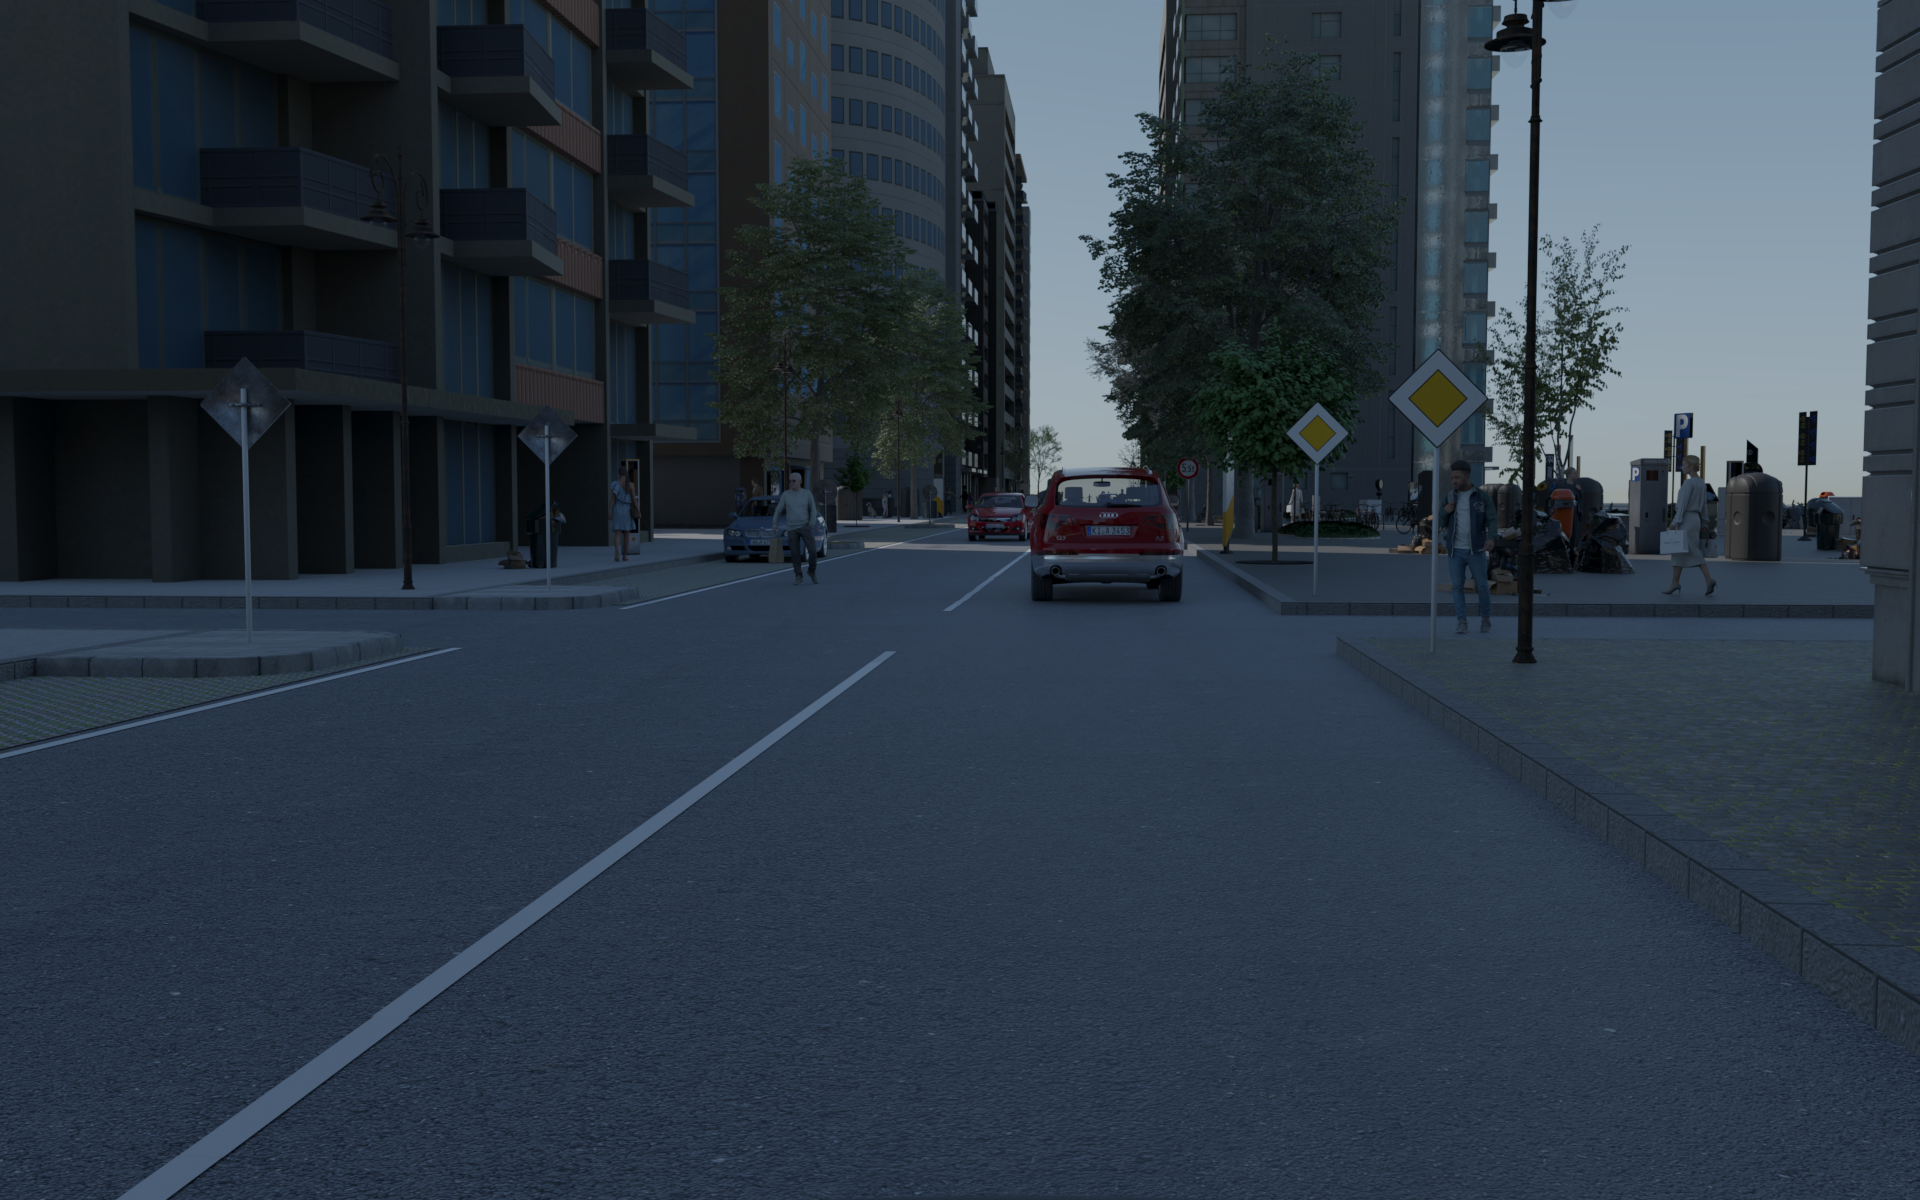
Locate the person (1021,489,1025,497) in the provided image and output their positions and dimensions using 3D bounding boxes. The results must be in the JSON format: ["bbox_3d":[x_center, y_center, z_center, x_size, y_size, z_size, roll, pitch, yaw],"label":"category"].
[{"bbox_3d":[4.196,-6.403,113.910,0.721,1.735,1.217,0,4,5],"label":"person"}]

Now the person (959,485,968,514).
[{"bbox_3d":[0.276,-6.639,114.215,0.705,1.869,1.348,1,4,23],"label":"person"}]

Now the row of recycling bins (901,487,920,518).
[{"bbox_3d":[-2.771,-5.445,96.145,1.069,1.692,3.534,0,4,1],"label":"row of recycling bins"}]

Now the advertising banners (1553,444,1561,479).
[{"bbox_3d":[21.615,-4.005,61.664,2.074,3.025,0.090,-3,5,-43],"label":"advertising banners"}]

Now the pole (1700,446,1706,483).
[{"bbox_3d":[31.346,-4.850,73.144,0.158,3.312,0.155,0,3,0],"label":"pole"}]

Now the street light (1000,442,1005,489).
[{"bbox_3d":[3.764,-11.090,154.109,0.468,5.910,1.993,0,4,5],"label":"street light"}]

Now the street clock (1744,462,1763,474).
[{"bbox_3d":[17.804,-2.109,39.047,0.471,2.002,0.358,0,4,1],"label":"street clock"}]

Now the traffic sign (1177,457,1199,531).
[{"bbox_3d":[7.828,-3.633,59.504,0.768,2.556,0.104,0,4,6],"label":"traffic sign"}]

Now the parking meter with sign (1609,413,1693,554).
[{"bbox_3d":[14.738,-2.498,37.099,1.738,3.016,0.543,-1,4,-13],"label":"parking meter with sign"}]

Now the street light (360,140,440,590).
[{"bbox_3d":[-7.421,-3.078,23.112,0.468,5.910,1.993,0,4,5],"label":"street light"}]

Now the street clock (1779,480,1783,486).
[{"bbox_3d":[42.839,-5.276,90.834,0.358,2.002,0.471,-2,4,-32],"label":"street clock"}]

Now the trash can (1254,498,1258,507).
[{"bbox_3d":[9.998,-2.973,60.260,0.748,1.137,0.748,0,3,0],"label":"trash can"}]

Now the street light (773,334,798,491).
[{"bbox_3d":[-5.061,-4.738,50.255,0.468,5.910,1.993,0,4,5],"label":"street light"}]

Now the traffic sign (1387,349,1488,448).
[{"bbox_3d":[3.852,-0.719,13.945,0.795,2.593,0.064,0,4,5],"label":"traffic sign"}]

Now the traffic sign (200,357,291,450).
[{"bbox_3d":[-6.104,-0.772,14.809,0.795,2.593,0.064,0,4,5],"label":"traffic sign"}]

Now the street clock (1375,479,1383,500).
[{"bbox_3d":[20.538,-4.912,84.883,0.358,2.002,0.471,3,4,38],"label":"street clock"}]

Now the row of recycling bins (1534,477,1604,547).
[{"bbox_3d":[15.313,-2.228,43.544,1.069,1.692,3.534,0,4,3],"label":"row of recycling bins"}]

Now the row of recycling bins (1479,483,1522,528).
[{"bbox_3d":[20.573,-3.615,66.218,1.069,1.692,3.534,0,4,1],"label":"row of recycling bins"}]

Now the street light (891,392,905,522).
[{"bbox_3d":[-2.788,-6.472,78.603,0.468,5.910,1.993,0,4,5],"label":"street light"}]

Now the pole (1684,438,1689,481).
[{"bbox_3d":[22.278,-3.634,53.266,0.158,3.312,0.155,0,3,0],"label":"pole"}]

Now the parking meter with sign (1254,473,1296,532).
[{"bbox_3d":[10.439,-3.779,58.044,1.738,3.016,0.543,-1,4,-9],"label":"parking meter with sign"}]

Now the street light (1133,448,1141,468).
[{"bbox_3d":[17.760,-12.224,172.646,0.468,5.910,1.993,0,4,5],"label":"street light"}]

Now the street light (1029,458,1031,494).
[{"bbox_3d":[8.431,-14.490,209.700,0.468,5.910,1.993,0,4,5],"label":"street light"}]

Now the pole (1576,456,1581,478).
[{"bbox_3d":[33.143,-6.058,92.888,0.158,3.312,0.155,0,3,0],"label":"pole"}]

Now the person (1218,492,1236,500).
[{"bbox_3d":[15.742,-5.883,102.212,0.705,1.826,1.348,-3,5,-43],"label":"person"}]

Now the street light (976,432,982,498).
[{"bbox_3d":[1.420,-9.446,127.227,0.468,5.910,1.993,0,4,5],"label":"street light"}]

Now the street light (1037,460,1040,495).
[{"bbox_3d":[10.717,-16.135,236.587,0.468,5.910,1.993,0,4,5],"label":"street light"}]

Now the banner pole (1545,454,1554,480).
[{"bbox_3d":[32.227,-6.372,94.199,0.863,3.779,0.401,2,4,25],"label":"banner pole"}]

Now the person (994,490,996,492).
[{"bbox_3d":[2.964,-8.615,147.685,0.721,1.735,1.217,2,4,24],"label":"person"}]

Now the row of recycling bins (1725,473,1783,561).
[{"bbox_3d":[15.842,-1.683,34.634,1.069,1.692,3.534,1,4,23],"label":"row of recycling bins"}]

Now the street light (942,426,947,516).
[{"bbox_3d":[-0.872,-7.801,100.340,0.468,5.910,1.993,0,4,5],"label":"street light"}]

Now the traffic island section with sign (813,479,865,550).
[{"bbox_3d":[-3.545,-2.245,45.331,1.989,1.847,2.006,0,4,5],"label":"traffic island section with sign"}]

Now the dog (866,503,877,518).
[{"bbox_3d":[-4.733,-4.855,93.763,0.513,0.831,0.800,-1,4,-22],"label":"dog"}]

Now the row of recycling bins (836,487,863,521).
[{"bbox_3d":[-5.400,-4.771,85.118,1.069,1.692,3.534,0,4,6],"label":"row of recycling bins"}]

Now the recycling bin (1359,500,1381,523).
[{"bbox_3d":[18.131,-3.915,76.567,0.722,1.027,0.722,-1,4,-17],"label":"recycling bin"}]

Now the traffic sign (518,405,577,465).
[{"bbox_3d":[-5.428,-1.258,22.765,0.795,2.593,0.064,0,4,5],"label":"traffic sign"}]

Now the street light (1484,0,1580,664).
[{"bbox_3d":[4.301,-2.460,13.016,0.468,5.910,1.993,0,4,5],"label":"street light"}]

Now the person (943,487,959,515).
[{"bbox_3d":[-0.692,-6.184,107.868,1.217,1.735,0.721,-1,4,-13],"label":"person"}]

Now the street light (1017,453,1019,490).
[{"bbox_3d":[6.148,-12.810,182.238,0.468,5.910,1.993,0,4,5],"label":"street light"}]

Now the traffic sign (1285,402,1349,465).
[{"bbox_3d":[4.529,-1.206,21.901,0.795,2.593,0.064,0,4,5],"label":"traffic sign"}]
